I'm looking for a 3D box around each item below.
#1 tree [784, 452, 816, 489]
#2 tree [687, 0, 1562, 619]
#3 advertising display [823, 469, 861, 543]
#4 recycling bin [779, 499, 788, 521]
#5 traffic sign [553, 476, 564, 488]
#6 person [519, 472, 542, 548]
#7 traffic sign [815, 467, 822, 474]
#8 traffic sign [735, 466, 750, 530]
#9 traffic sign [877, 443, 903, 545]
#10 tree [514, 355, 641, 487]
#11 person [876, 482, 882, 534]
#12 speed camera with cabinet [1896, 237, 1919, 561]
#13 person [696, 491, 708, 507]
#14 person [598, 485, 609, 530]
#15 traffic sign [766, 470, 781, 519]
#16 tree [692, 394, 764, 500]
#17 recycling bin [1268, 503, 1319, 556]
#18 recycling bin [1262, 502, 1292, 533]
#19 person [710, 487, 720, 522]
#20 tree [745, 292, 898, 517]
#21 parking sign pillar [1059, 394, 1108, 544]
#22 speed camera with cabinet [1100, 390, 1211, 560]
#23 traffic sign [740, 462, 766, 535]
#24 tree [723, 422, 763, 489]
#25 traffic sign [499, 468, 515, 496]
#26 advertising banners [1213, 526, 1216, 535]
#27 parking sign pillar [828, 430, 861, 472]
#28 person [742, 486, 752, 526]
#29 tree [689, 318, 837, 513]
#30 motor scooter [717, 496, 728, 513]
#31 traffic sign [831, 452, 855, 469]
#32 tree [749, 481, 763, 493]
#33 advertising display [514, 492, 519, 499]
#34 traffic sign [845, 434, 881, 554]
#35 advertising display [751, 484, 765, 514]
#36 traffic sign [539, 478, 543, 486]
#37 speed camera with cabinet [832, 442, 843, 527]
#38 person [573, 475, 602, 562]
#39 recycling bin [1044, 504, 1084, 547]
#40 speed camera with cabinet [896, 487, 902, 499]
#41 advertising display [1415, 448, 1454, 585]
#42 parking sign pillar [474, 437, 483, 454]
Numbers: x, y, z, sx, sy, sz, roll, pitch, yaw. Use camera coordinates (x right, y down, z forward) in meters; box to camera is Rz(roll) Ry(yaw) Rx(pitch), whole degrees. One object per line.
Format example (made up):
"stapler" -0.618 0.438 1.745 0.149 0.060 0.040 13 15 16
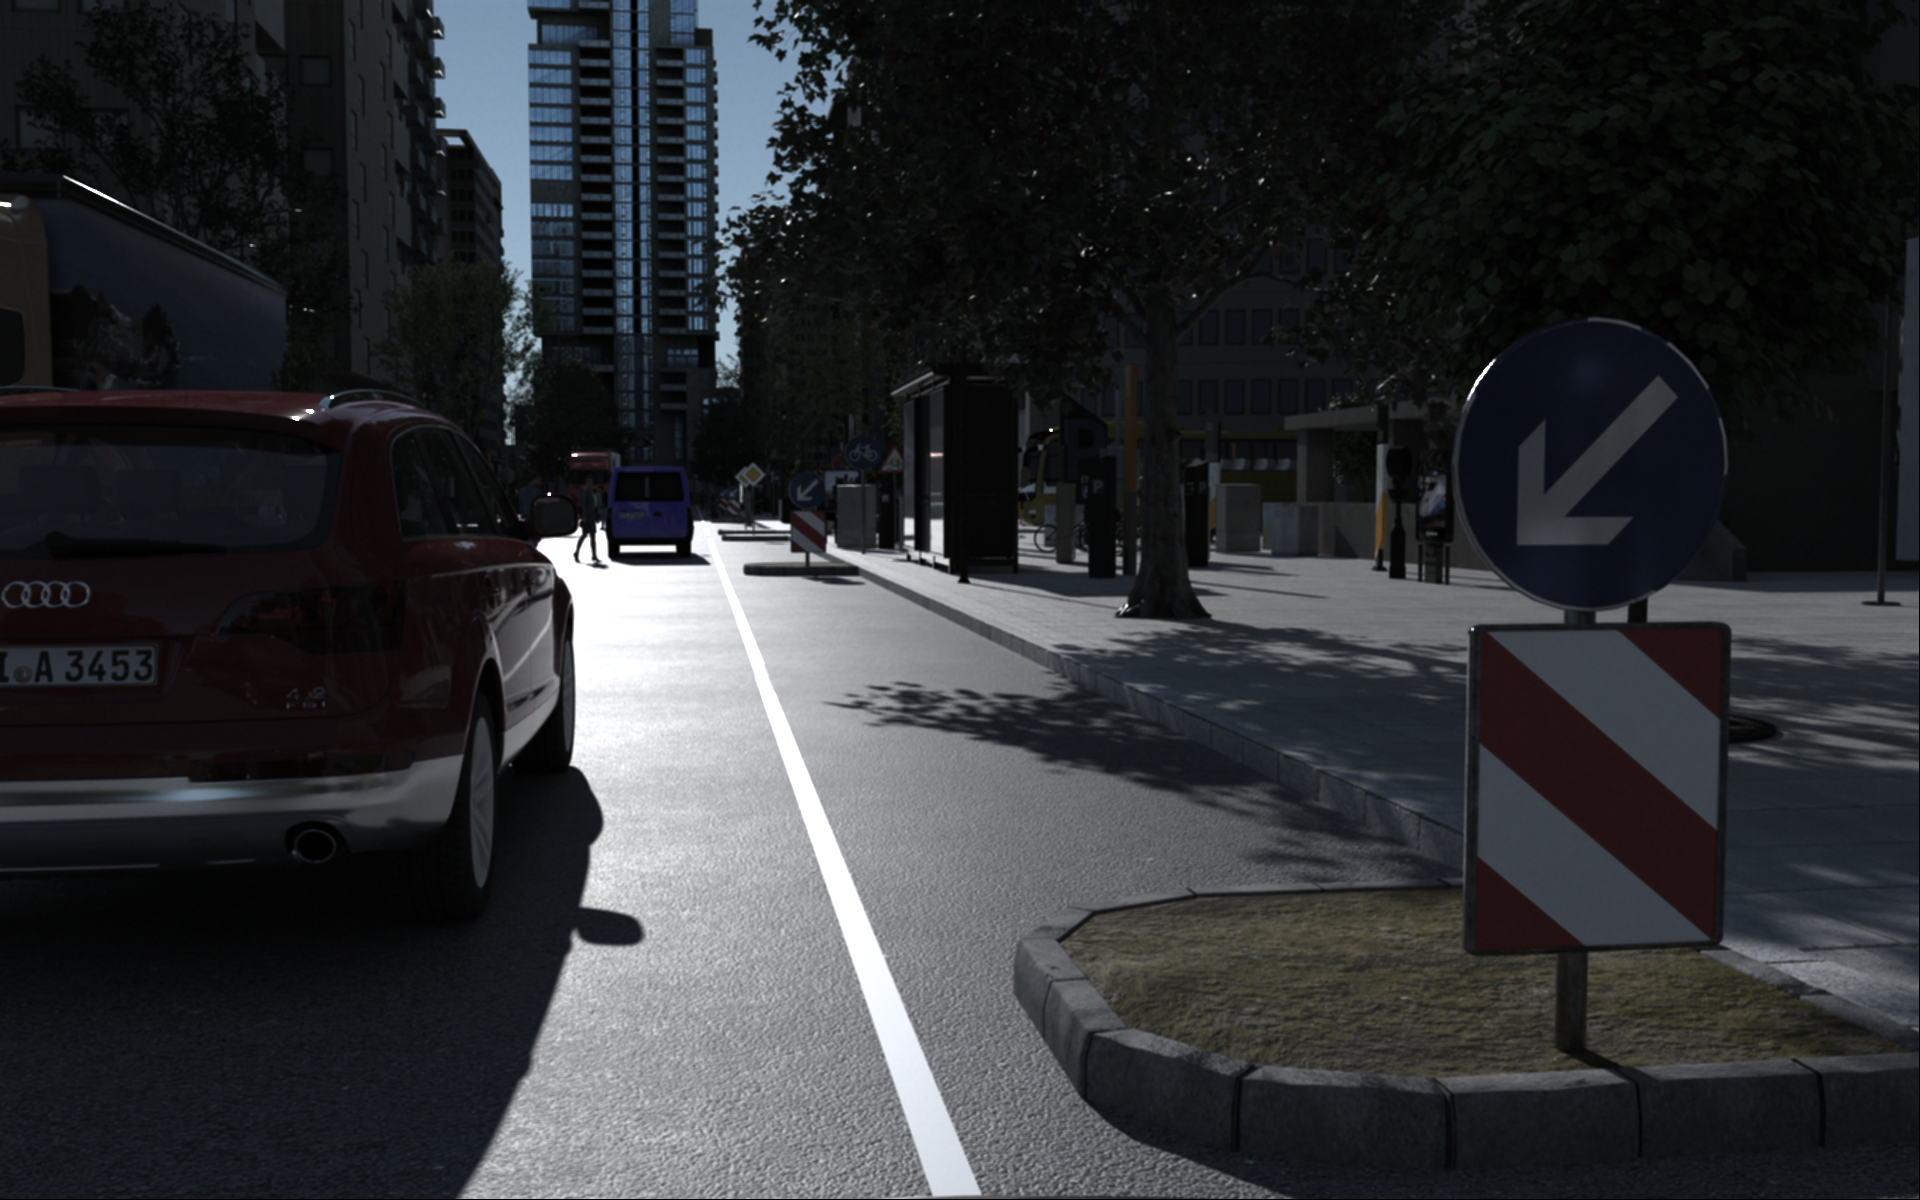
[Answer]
"tree" -6.466 -4.773 72.645 1.663 3.219 1.824 0 3 0
"tree" 2.010 -6.168 17.853 9.611 12.733 9.660 0 3 0
"advertising display" -3.065 -2.429 44.935 0.974 1.923 0.123 0 4 4
"recycling bin" -8.168 -4.233 81.770 0.722 1.027 0.722 -1 4 -10
"traffic sign" -27.799 -7.328 119.926 0.768 2.556 0.104 0 4 -2
"person" -7.439 -1.314 30.010 0.581 1.822 0.654 3 4 38
"traffic sign" -6.341 -4.735 77.424 0.884 2.594 0.081 0 4 -8
"traffic sign" -7.654 -3.560 61.841 0.795 2.450 0.064 -1 4 -9
"traffic sign" -1.651 -2.684 43.886 0.884 2.594 0.081 0 4 -3
"tree" -31.558 -13.718 141.290 9.611 12.733 9.660 0 3 0
"person" -2.722 -3.009 57.601 0.656 1.842 0.836 0 4 0
"speed camera with cabinet" 3.839 -0.656 5.067 0.660 3.252 2.038 -1 4 -22
"person" -27.533 -10.782 184.876 1.348 1.812 0.705 -1 4 -14
"person" -14.211 -3.682 69.052 0.721 1.781 0.623 -3 5 -44
"traffic sign" -9.705 -5.510 90.198 0.768 2.556 0.104 0 4 -2
"tree" -23.278 -15.310 176.078 9.928 11.665 9.643 0 3 0
"recycling bin" 7.025 -1.453 36.310 0.722 1.027 0.722 -3 5 -41
"recycling bin" 9.839 -2.511 53.602 0.722 1.027 0.722 3 5 41
"person" -12.781 -4.964 90.087 0.534 1.772 0.576 -2 4 -35
"tree" -3.378 -6.064 49.503 4.737 8.622 4.395 0 3 0
"parking sign pillar" 3.256 -3.463 45.092 1.447 3.967 1.447 -1 4 -16
"speed camera with cabinet" 3.707 -2.358 32.889 2.038 3.252 0.660 1 4 18
"traffic sign" -6.436 -3.077 53.949 0.795 2.450 0.064 -1 4 -9
"tree" -20.808 -13.280 167.497 4.360 8.622 3.978 0 3 0
"traffic sign" -21.812 -5.098 83.464 0.768 2.556 0.104 0 4 -5
"advertising banners" 7.311 -3.608 55.183 2.074 3.025 0.090 2 4 24
"parking sign pillar" -4.711 -5.041 70.888 1.447 3.967 1.447 -1 4 -14
"person" -9.483 -4.175 76.938 0.466 1.800 0.511 -2 4 -32
"tree" -13.584 -12.842 120.343 12.009 13.543 11.850 0 3 0
"motor scooter" -17.652 -7.099 128.839 0.815 1.314 1.986 0 4 -7
"traffic sign" -3.530 -3.214 52.654 0.768 2.556 0.104 0 4 -5
"tree" -17.320 -9.184 144.757 1.663 3.219 1.824 0 3 0
"advertising display" -28.737 -6.596 113.054 0.123 1.923 0.974 2 4 28
"traffic sign" -2.068 -2.260 37.051 0.768 2.556 0.104 0 4 -2
"advertising display" -12.944 -6.458 110.798 0.974 1.923 0.123 2 4 27
"traffic sign" -29.471 -7.377 120.711 0.768 2.556 0.104 0 4 -7
"speed camera with cabinet" -4.885 -4.428 66.741 0.660 3.252 2.038 -1 4 -17
"person" -7.832 -1.708 36.444 0.654 1.822 0.581 2 4 32
"recycling bin" 2.537 -1.814 42.214 0.722 1.027 0.722 3 5 42
"speed camera with cabinet" -3.258 -7.353 114.558 2.038 3.252 0.660 1 4 18
"advertising display" 6.808 -1.201 24.848 0.123 1.923 0.974 -1 4 -11
"parking sign pillar" -23.029 -5.671 81.185 1.447 3.967 1.447 -1 4 -13
